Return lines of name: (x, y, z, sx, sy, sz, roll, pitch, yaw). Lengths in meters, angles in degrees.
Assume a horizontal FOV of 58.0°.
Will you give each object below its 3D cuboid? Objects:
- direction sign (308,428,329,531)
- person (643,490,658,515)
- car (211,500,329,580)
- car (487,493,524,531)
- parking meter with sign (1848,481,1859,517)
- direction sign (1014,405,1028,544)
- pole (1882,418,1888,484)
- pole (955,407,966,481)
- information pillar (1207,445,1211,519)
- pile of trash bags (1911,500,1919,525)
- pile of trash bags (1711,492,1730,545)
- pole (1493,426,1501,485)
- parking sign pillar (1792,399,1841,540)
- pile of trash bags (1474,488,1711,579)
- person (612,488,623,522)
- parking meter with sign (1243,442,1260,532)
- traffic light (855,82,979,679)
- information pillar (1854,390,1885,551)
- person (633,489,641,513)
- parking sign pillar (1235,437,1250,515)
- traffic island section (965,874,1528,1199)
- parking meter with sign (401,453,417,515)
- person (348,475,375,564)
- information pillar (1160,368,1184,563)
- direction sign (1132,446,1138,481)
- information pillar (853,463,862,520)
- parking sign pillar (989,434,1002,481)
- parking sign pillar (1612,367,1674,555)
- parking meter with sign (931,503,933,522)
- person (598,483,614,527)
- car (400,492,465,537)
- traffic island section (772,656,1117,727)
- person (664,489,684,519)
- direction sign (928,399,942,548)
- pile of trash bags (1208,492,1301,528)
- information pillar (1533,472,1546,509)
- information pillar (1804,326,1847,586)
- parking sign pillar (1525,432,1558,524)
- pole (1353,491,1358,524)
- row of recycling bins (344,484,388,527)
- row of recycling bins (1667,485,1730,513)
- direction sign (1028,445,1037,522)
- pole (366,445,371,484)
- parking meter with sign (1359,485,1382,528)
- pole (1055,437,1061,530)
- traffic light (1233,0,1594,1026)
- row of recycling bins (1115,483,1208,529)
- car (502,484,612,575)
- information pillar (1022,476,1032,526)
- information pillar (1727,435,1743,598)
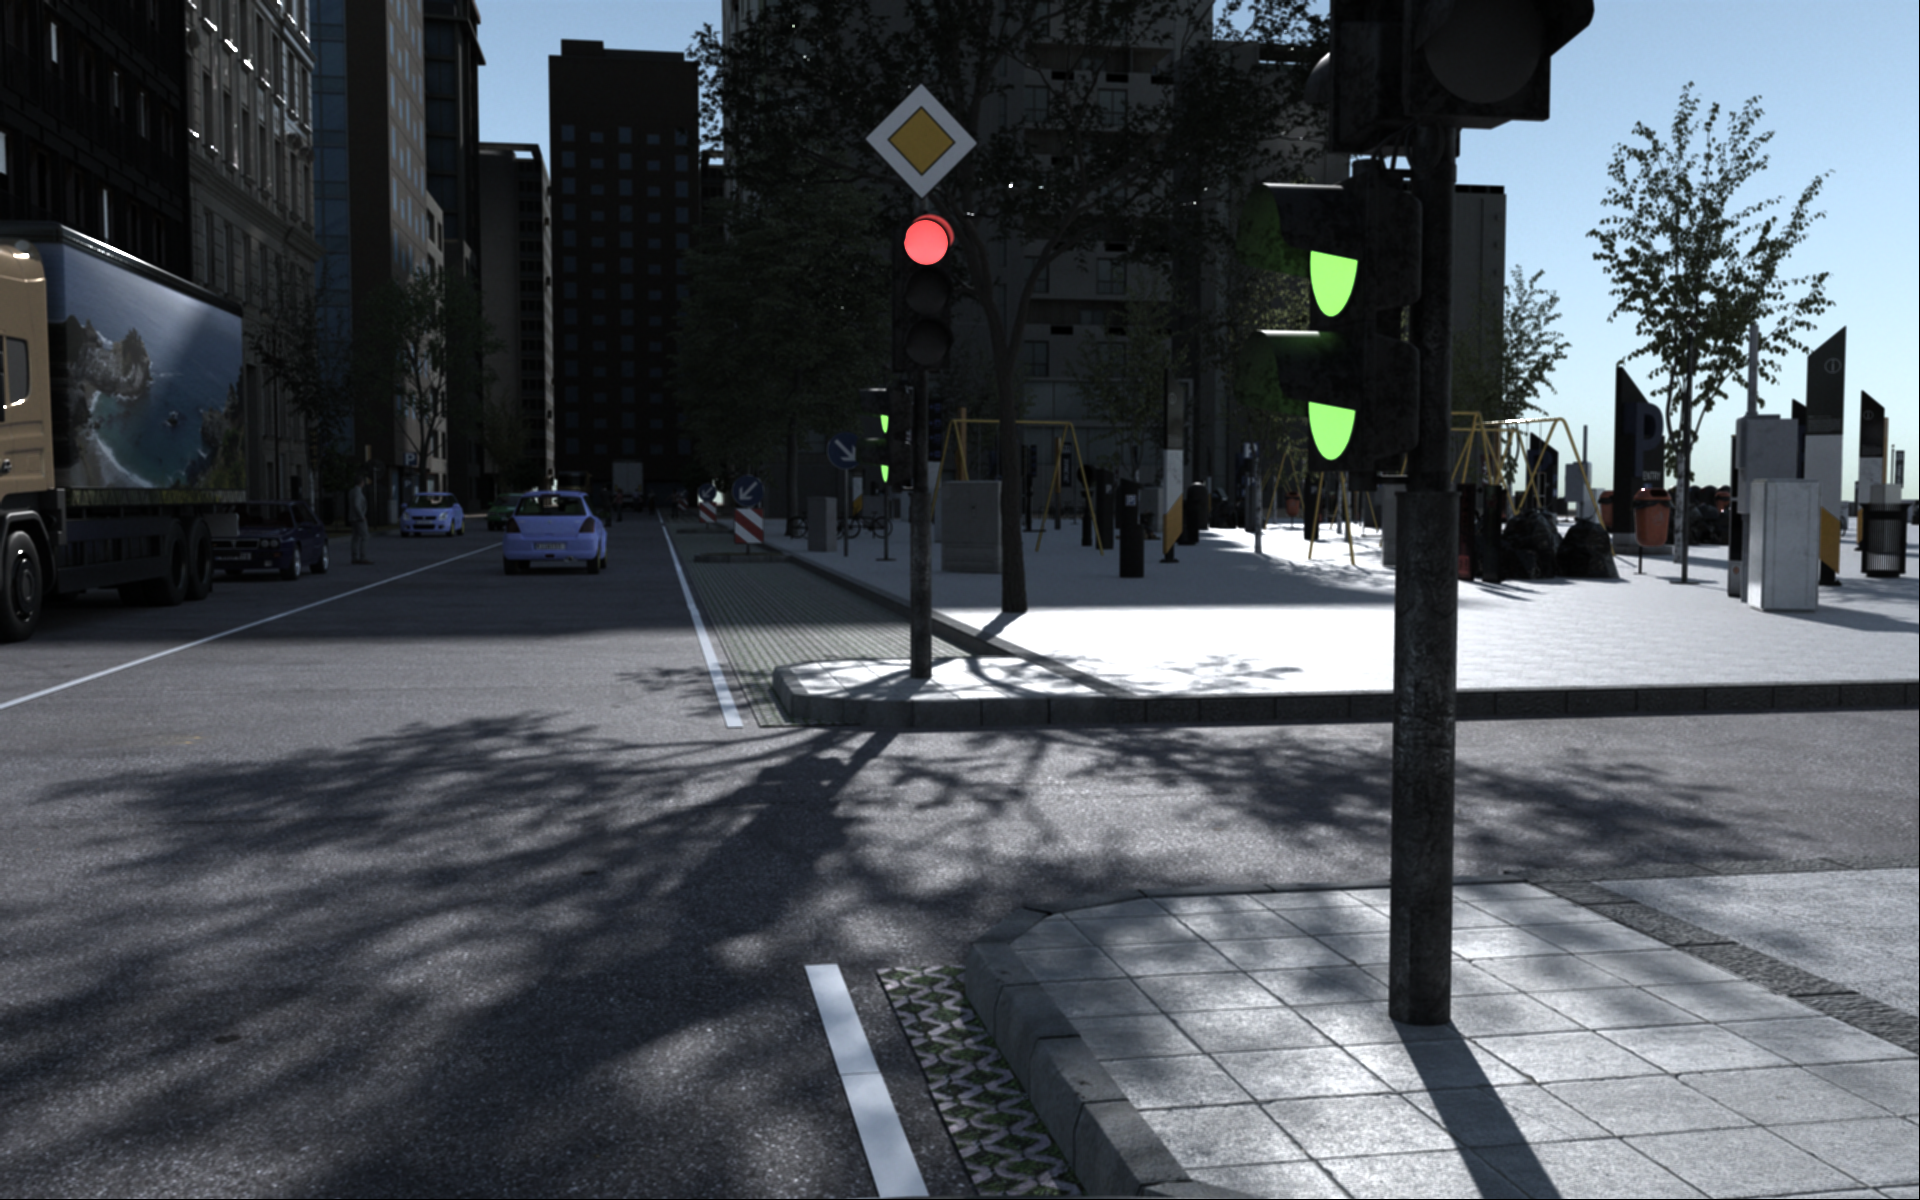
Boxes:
direction sign: (-22.012, -4.132, 59.559, 0.379, 3.537, 0.876, 2, 4, 28)
person: (-21.075, -6.658, 118.094, 1.217, 1.736, 0.721, 2, 4, 27)
car: (-12.057, -1.054, 29.817, 1.945, 1.354, 3.894, -1, 4, -10)
car: (-17.744, -3.683, 69.021, 1.959, 1.807, 4.718, -1, 4, -8)
parking meter with sign: (50.899, -6.206, 97.731, 1.738, 3.016, 0.543, -1, 4, -11)
direction sign: (1.447, -3.217, 44.589, 0.379, 3.537, 0.876, 0, 4, 7)
pole: (24.622, -3.205, 46.250, 0.158, 3.312, 0.155, 0, 3, 0)
pole: (0.046, -2.874, 40.836, 0.158, 3.312, 0.155, 0, 3, 0)
information pillar: (11.958, -5.618, 83.205, 0.183, 3.616, 0.504, 0, 4, -6)
pile of trash bags: (41.407, -3.883, 73.247, 1.912, 1.369, 3.447, 3, 4, 36)
pile of trash bags: (18.088, -2.112, 44.279, 3.447, 1.369, 1.912, 0, 4, 5)
pole: (16.034, -3.541, 51.742, 0.158, 3.312, 0.155, 0, 3, 0)
parking sign pillar: (23.979, -3.680, 48.634, 1.447, 3.967, 1.447, 3, 5, 42)
pile of trash bags: (9.596, -1.064, 27.153, 3.447, 1.369, 1.912, -1, 4, -14)
person: (-17.728, -4.922, 89.696, 0.721, 1.743, 1.217, 1, 4, 13)
parking meter with sign: (9.990, -3.843, 59.094, 0.543, 3.016, 1.738, 1, 4, 14)
traffic light: (-0.291, -1.411, 11.993, 0.839, 4.253, 0.868, -1, 4, -10)
information pillar: (20.536, -2.919, 39.086, 0.504, 3.616, 0.183, 1, 4, 11)
person: (-24.919, -7.670, 133.769, 0.709, 1.838, 0.599, 1, 4, 17)
parking sign pillar: (13.256, -5.677, 81.294, 1.447, 3.967, 1.447, 0, 4, -2)
traffic island section: (1.149, 1.103, 4.252, 2.009, 0.180, 2.903, -1, 4, -10)
parking meter with sign: (-22.935, -4.632, 72.000, 0.543, 3.016, 1.738, -1, 4, -11)
person: (-12.294, -1.639, 35.398, 0.391, 1.810, 0.635, -3, 5, -43)
information pillar: (3.979, -2.510, 32.386, 0.504, 3.616, 0.183, -3, 5, -44)
direction sign: (8.193, -5.456, 81.208, 0.379, 3.537, 0.876, -1, 4, -8)
information pillar: (-5.068, -5.752, 85.405, 0.504, 3.616, 0.183, -1, 4, -22)
parking sign pillar: (1.594, -5.381, 76.454, 1.447, 3.967, 1.447, 0, 4, -7)
parking sign pillar: (14.540, -2.972, 37.067, 1.447, 3.967, 1.447, -3, 4, -38)
parking meter with sign: (-1.281, -5.042, 78.704, 1.738, 3.016, 0.543, -1, 4, -10)
person: (-15.547, -4.164, 75.942, 0.474, 1.900, 0.648, 3, 5, 40)
car: (-17.871, -3.002, 58.677, 1.945, 1.707, 3.694, 0, 4, -8)
traffic island section: (-0.250, 0.622, 12.114, 2.009, 0.180, 2.903, -1, 4, -10)
person: (-16.628, -5.601, 100.787, 1.217, 1.736, 0.721, 1, 4, 9)
direction sign: (-0.864, -3.009, 41.197, 0.876, 3.537, 0.379, 0, 4, 1)
pile of trash bags: (11.121, -3.401, 65.355, 3.447, 1.369, 1.912, 0, 4, 8)
information pillar: (19.678, -3.325, 58.862, 0.304, 2.012, 0.304, -1, 4, -12)
information pillar: (12.119, -2.013, 24.272, 0.504, 3.616, 0.183, 2, 4, 33)
parking sign pillar: (25.252, -5.303, 75.170, 1.447, 3.967, 1.447, -3, 5, -40)
pole: (17.067, -4.939, 74.596, 0.158, 3.312, 0.155, 0, 3, 0)
row of recycling bins: (-23.671, -3.799, 69.231, 1.069, 1.692, 3.534, 0, 4, -2)
row of recycling bins: (35.350, -4.627, 82.765, 1.069, 1.692, 3.534, -2, 4, -29)
direction sign: (3.189, -5.387, 80.069, 0.876, 3.537, 0.379, 3, 5, 41)
pole: (-24.624, -4.789, 72.151, 0.158, 3.312, 0.155, 0, 3, 0)
parking meter with sign: (15.994, -4.328, 67.017, 0.543, 3.016, 1.738, -1, 4, -22)
pole: (3.531, -4.199, 62.499, 0.158, 3.312, 0.155, 0, 3, 0)
traffic light: (1.108, -0.930, 4.131, 0.839, 4.253, 0.868, -1, 4, -10)
row of recycling bins: (7.418, -3.466, 63.779, 3.534, 1.692, 1.069, 1, 4, 20)
car: (-7.484, -1.383, 32.200, 1.945, 1.707, 3.694, -1, 4, -9)
information pillar: (2.719, -4.048, 70.669, 0.304, 2.012, 0.304, 3, 4, 38)
information pillar: (9.776, -1.040, 21.496, 0.304, 2.012, 0.304, -1, 4, -14)
